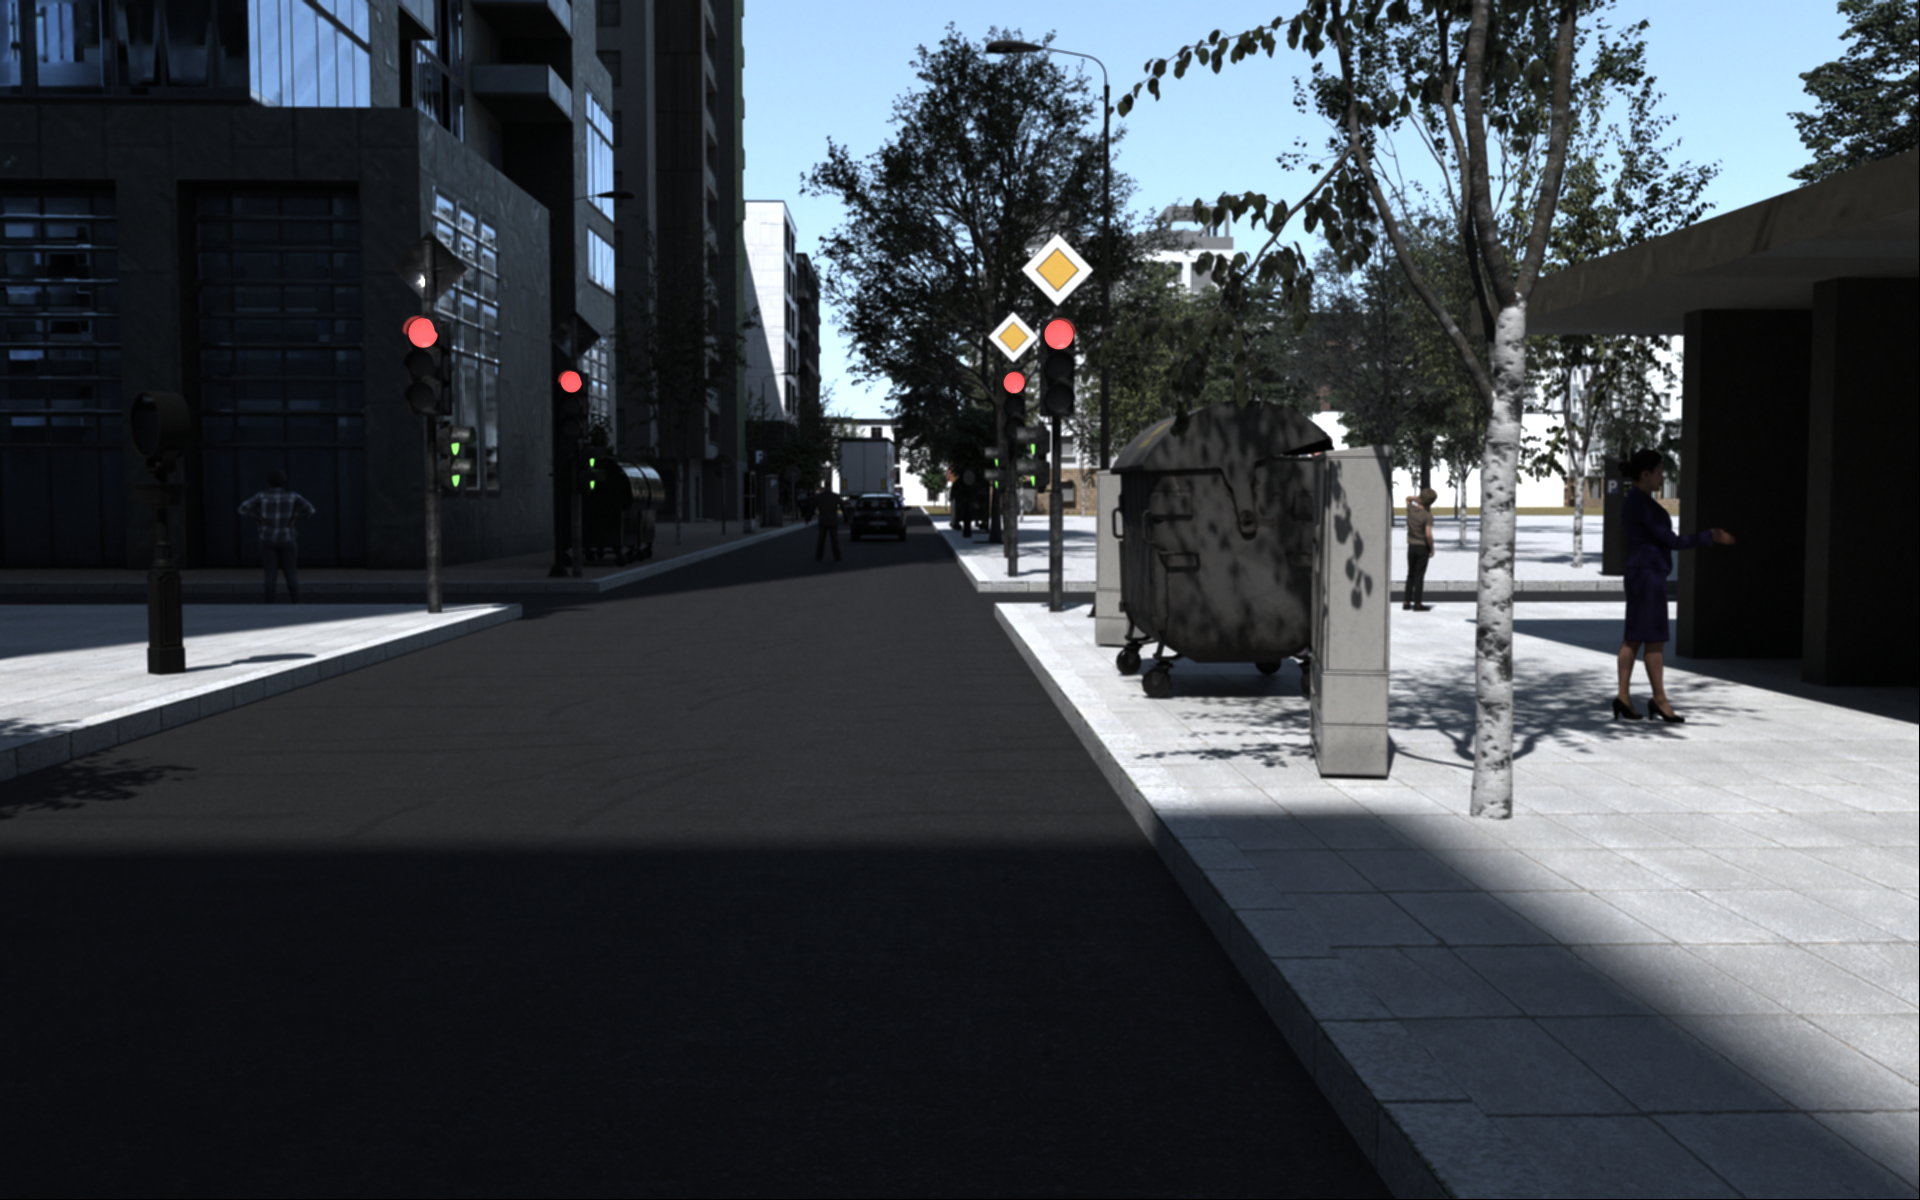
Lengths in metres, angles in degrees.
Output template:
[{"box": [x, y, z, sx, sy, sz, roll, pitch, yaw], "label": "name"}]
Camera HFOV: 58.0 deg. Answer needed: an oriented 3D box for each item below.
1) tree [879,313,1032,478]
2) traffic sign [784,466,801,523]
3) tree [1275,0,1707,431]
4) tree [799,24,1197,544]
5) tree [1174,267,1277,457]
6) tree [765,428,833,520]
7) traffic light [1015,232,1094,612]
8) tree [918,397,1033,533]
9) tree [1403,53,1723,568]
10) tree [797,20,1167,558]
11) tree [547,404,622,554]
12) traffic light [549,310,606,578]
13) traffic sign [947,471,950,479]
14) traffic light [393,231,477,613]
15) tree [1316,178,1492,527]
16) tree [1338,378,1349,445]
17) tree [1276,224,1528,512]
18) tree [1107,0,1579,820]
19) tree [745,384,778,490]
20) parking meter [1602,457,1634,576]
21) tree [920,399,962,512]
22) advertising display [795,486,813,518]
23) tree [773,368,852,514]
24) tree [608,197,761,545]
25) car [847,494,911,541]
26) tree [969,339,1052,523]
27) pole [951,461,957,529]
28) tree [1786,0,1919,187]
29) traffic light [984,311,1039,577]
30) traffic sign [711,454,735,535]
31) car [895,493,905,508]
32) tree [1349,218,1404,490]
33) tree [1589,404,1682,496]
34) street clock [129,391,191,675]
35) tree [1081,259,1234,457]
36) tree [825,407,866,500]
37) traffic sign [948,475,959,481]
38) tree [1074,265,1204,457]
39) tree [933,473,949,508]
[{"box": [-0.059, -12.044, 103.578, 9.857, 13.997, 8.962, 0, 3, 0], "label": "tree"}, {"box": [-7.467, -4.723, 77.324, 0.768, 2.556, 0.104, 0, 4, 6], "label": "traffic sign"}, {"box": [16.176, -12.066, 53.170, 12.611, 20.169, 13.585, 0, 3, 0], "label": "tree"}, {"box": [1.060, -8.224, 44.827, 12.009, 13.543, 11.850, 0, 3, 0], "label": "tree"}, {"box": [15.288, -11.481, 94.377, 9.857, 13.997, 8.962, 0, 3, 0], "label": "tree"}, {"box": [-7.986, -6.227, 85.518, 4.285, 4.588, 4.351, 0, 3, 0], "label": "tree"}, {"box": [1.028, -1.826, 18.780, 0.839, 4.253, 0.868, 0, 4, -2], "label": "traffic light"}, {"box": [0.912, -4.476, 56.889, 4.285, 4.588, 4.351, 0, 3, 0], "label": "tree"}, {"box": [11.011, -4.878, 30.124, 4.737, 8.622, 4.395, 0, 3, 0], "label": "tree"}, {"box": [0.707, -6.129, 34.622, 7.601, 10.594, 8.767, 1, 4, 16], "label": "tree"}, {"box": [-7.846, -2.627, 37.548, 1.663, 3.219, 1.824, 0, 3, 0], "label": "tree"}, {"box": [-5.878, -2.302, 26.556, 0.839, 4.253, 0.868, 0, 4, -2], "label": "traffic light"}, {"box": [-0.194, -4.561, 74.671, 0.768, 2.556, 0.104, 0, 4, 0], "label": "traffic sign"}, {"box": [-5.650, -1.814, 18.574, 0.839, 4.253, 0.868, 0, 4, -2], "label": "traffic light"}, {"box": [16.696, -9.593, 67.224, 12.009, 13.543, 11.850, 0, 3, 0], "label": "tree"}, {"box": [23.919, -9.190, 100.611, 4.737, 8.622, 4.395, 0, 3, 0], "label": "tree"}, {"box": [21.660, -10.649, 80.772, 9.857, 13.997, 8.962, 0, 3, 0], "label": "tree"}, {"box": [2.095, -3.457, 6.877, 4.360, 8.622, 3.978, 0, 3, 0], "label": "tree"}, {"box": [-12.027, -8.688, 92.414, 4.737, 8.622, 4.395, 0, 3, 0], "label": "tree"}, {"box": [10.309, -1.310, 27.131, 0.255, 1.863, 0.399, -2, 4, -29], "label": "parking meter"}, {"box": [-1.233, -10.553, 122.912, 4.360, 8.622, 3.978, 0, 3, 0], "label": "tree"}, {"box": [-8.436, -5.412, 93.695, 0.974, 1.923, 0.123, 0, 4, -7], "label": "advertising display"}, {"box": [-8.861, -9.245, 101.516, 4.360, 8.622, 3.978, 0, 3, 0], "label": "tree"}, {"box": [-7.098, -5.711, 43.731, 4.360, 8.622, 3.978, 0, 3, 0], "label": "tree"}, {"box": [-2.527, -2.707, 54.047, 2.009, 1.686, 4.222, 0, 4, -2], "label": "car"}, {"box": [2.513, -7.740, 76.919, 4.737, 8.622, 4.395, 0, 3, 0], "label": "tree"}, {"box": [-0.207, -4.252, 63.358, 0.158, 3.312, 0.155, 0, 3, 0], "label": "pole"}, {"box": [23.096, -8.010, 37.613, 9.857, 13.997, 8.962, 0, 3, 0], "label": "tree"}, {"box": [0.800, -2.314, 26.762, 0.839, 4.253, 0.868, 0, 4, -2], "label": "traffic light"}, {"box": [-7.488, -3.346, 54.815, 0.768, 2.556, 0.104, 0, 4, 1], "label": "traffic sign"}, {"box": [-5.377, -7.970, 139.897, 1.945, 1.707, 3.694, 0, 4, -1], "label": "car"}, {"box": [12.608, -5.648, 42.712, 4.737, 8.622, 4.395, 0, 3, 0], "label": "tree"}, {"box": [46.648, -8.146, 96.092, 20.602, 7.101, 11.467, 0, 4, -8], "label": "tree"}, {"box": [-5.682, -0.476, 12.346, 0.471, 2.002, 0.358, 3, 5, 40], "label": "street clock"}, {"box": [9.798, -10.174, 84.468, 7.486, 12.596, 7.792, 0, 3, 0], "label": "tree"}, {"box": [-10.037, -11.964, 145.966, 4.737, 8.622, 4.395, 0, 3, 0], "label": "tree"}, {"box": [-0.070, -4.346, 71.061, 0.884, 2.594, 0.081, 0, 4, 3], "label": "traffic sign"}, {"box": [5.602, -6.353, 54.233, 4.737, 8.622, 4.395, 0, 3, 0], "label": "tree"}, {"box": [-1.938, -9.964, 157.507, 1.663, 3.219, 1.824, 0, 3, 0], "label": "tree"}]
